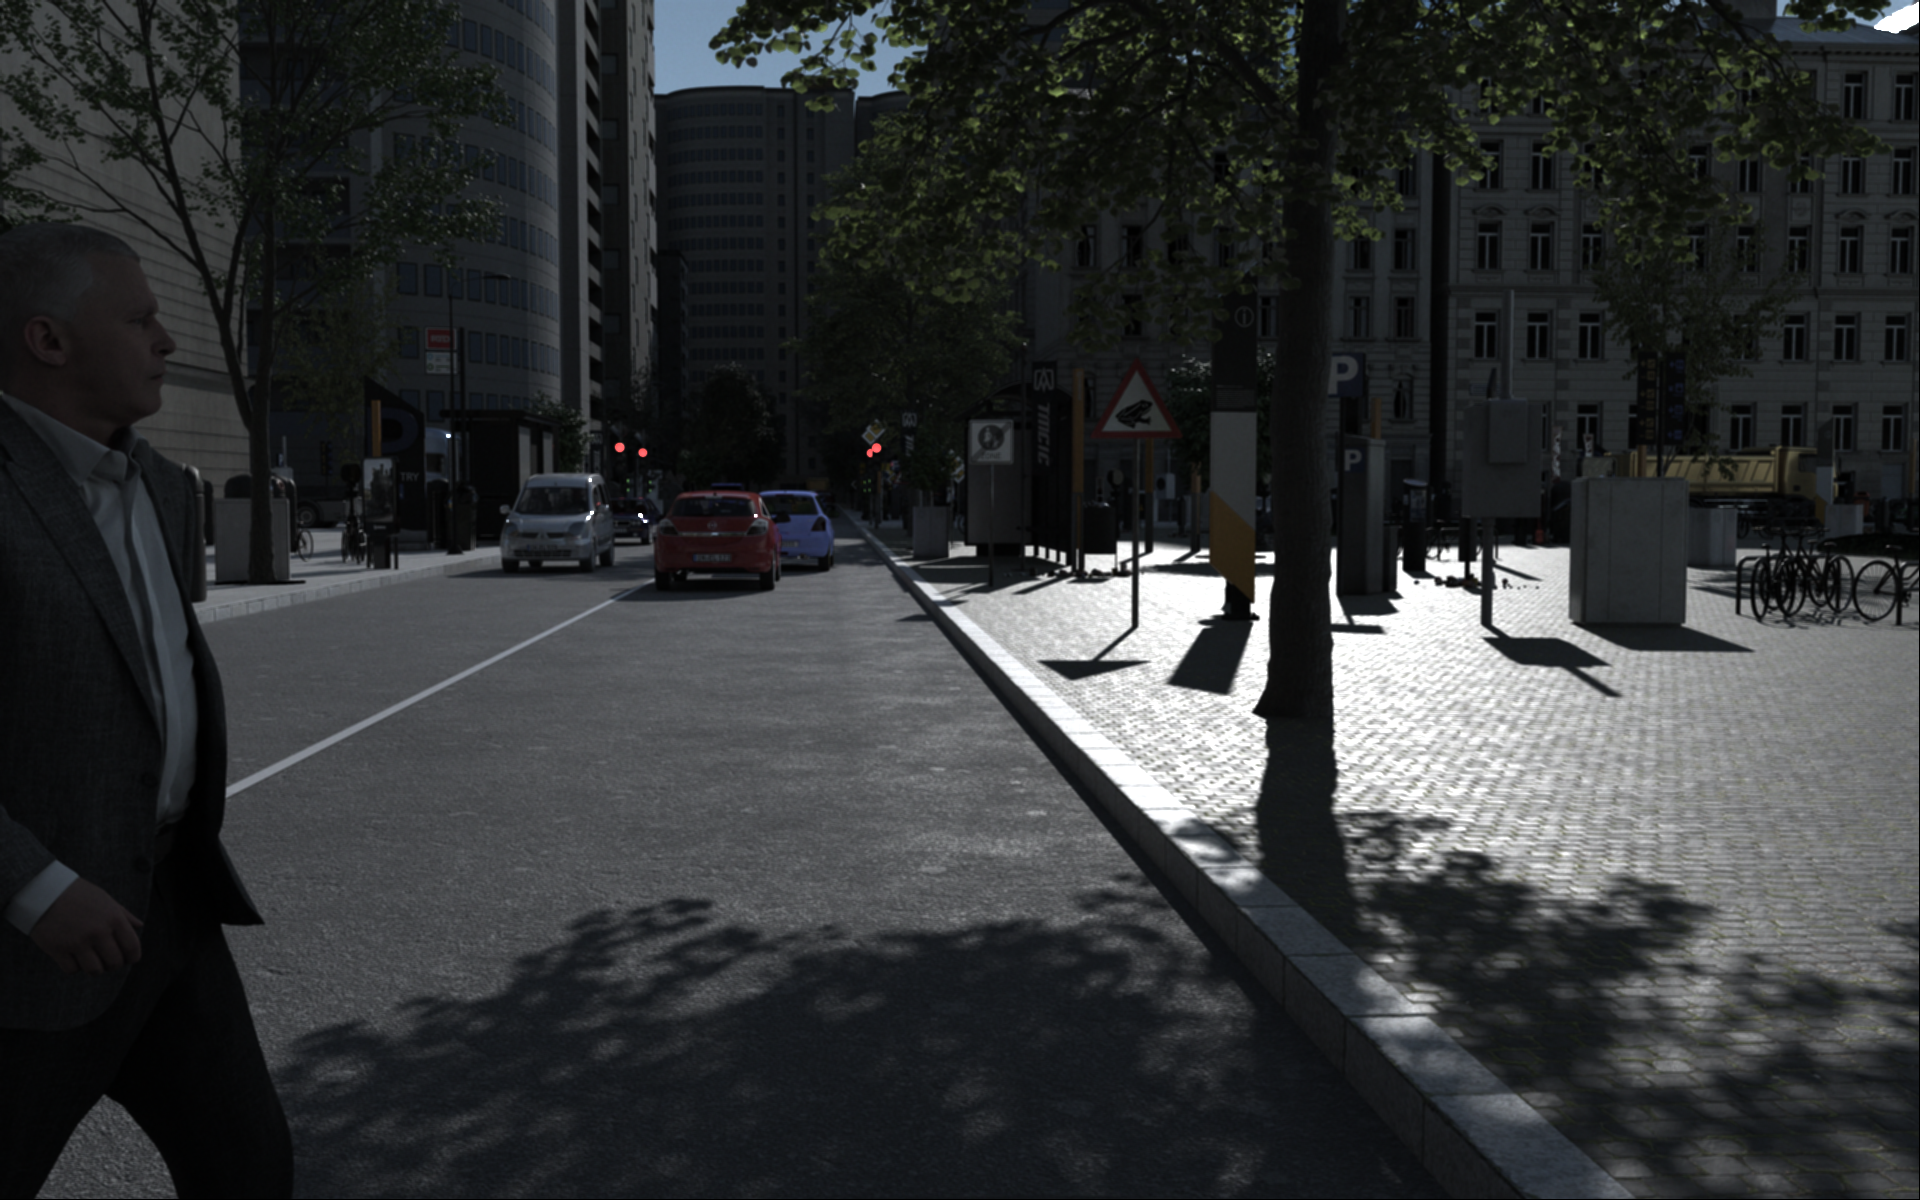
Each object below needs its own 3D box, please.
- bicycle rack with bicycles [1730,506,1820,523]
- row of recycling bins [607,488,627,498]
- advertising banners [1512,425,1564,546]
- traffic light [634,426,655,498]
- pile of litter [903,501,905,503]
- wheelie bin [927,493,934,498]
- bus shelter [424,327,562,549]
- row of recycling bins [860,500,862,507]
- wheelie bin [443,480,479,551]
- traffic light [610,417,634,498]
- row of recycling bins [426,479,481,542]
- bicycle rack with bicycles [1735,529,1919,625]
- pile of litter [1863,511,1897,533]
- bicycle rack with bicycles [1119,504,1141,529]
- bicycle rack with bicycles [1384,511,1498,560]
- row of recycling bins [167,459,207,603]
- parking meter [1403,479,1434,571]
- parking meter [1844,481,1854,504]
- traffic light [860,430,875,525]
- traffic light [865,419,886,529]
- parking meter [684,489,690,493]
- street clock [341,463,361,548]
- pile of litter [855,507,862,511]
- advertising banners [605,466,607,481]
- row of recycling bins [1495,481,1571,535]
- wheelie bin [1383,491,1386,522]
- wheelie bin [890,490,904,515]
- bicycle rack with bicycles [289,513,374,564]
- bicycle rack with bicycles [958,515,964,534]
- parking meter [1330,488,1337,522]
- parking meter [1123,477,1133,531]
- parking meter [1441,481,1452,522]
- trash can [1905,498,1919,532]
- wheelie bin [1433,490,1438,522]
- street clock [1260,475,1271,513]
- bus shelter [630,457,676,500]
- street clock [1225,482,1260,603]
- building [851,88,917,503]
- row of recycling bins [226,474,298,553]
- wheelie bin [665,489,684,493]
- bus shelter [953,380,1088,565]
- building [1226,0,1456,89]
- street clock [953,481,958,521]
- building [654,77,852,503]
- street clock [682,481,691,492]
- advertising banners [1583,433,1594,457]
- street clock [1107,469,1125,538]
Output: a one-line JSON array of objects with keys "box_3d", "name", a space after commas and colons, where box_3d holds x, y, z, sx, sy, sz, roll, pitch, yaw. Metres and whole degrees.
[{"box_3d": [22.980, -2.213, 49.561, 2.925, 0.926, 2.852, -1, 4, -20], "name": "bicycle rack with bicycles"}, {"box_3d": [-16.056, -4.502, 80.725, 1.069, 1.692, 3.534, 0, 4, -8], "name": "row of recycling bins"}, {"box_3d": [14.579, -2.901, 43.620, 2.074, 3.025, 0.090, -3, 4, -37], "name": "advertising banners"}, {"box_3d": [-13.012, -5.043, 71.378, 0.839, 4.253, 0.868, 0, 4, -4], "name": "traffic light"}, {"box_3d": [-4.005, -7.093, 129.927, 1.176, 0.858, 1.719, -1, 4, -21], "name": "pile of litter"}, {"box_3d": [-2.164, -7.463, 129.925, 0.693, 1.594, 0.980, 1, 4, 20], "name": "wheelie bin"}, {"box_3d": [-11.948, -4.081, 44.357, 2.179, 5.291, 8.768, 0, 4, -5], "name": "bus shelter"}, {"box_3d": [-6.860, -7.946, 137.027, 1.069, 1.692, 3.534, 2, 4, 27], "name": "row of recycling bins"}, {"box_3d": [-11.326, -1.925, 39.378, 0.693, 1.594, 0.980, 0, 4, -4], "name": "wheelie bin"}, {"box_3d": [-12.396, -4.556, 63.417, 0.839, 4.253, 0.868, 0, 4, -4], "name": "traffic light"}, {"box_3d": [-13.916, -2.482, 47.693, 1.069, 1.692, 3.534, 0, 4, -3], "name": "row of recycling bins"}, {"box_3d": [9.303, -0.293, 18.178, 2.925, 0.926, 2.852, -2, 4, -29], "name": "bicycle rack with bicycles"}, {"box_3d": [27.720, -2.362, 52.589, 1.719, 0.858, 1.176, -2, 4, -23], "name": "pile of litter"}, {"box_3d": [5.162, -3.069, 63.556, 2.925, 0.926, 2.852, -3, 5, -45], "name": "bicycle rack with bicycles"}, {"box_3d": [9.261, -1.305, 34.718, 2.925, 0.926, 2.852, -2, 4, -34], "name": "bicycle rack with bicycles"}, {"box_3d": [-9.516, -0.742, 19.243, 1.069, 1.692, 3.534, 0, 4, 2], "name": "row of recycling bins"}, {"box_3d": [7.608, -1.258, 28.980, 0.372, 1.533, 0.369, 0, 3, 0], "name": "parking meter"}, {"box_3d": [41.124, -4.554, 80.166, 0.255, 1.863, 0.399, 0, 4, -2], "name": "parking meter"}, {"box_3d": [-3.729, -5.088, 72.109, 0.839, 4.253, 0.868, 0, 4, -4], "name": "traffic light"}, {"box_3d": [-3.114, -4.601, 64.148, 0.839, 4.253, 0.868, 0, 4, -4], "name": "traffic light"}, {"box_3d": [-15.717, -5.758, 99.854, 0.255, 1.863, 0.399, 1, 4, 12], "name": "parking meter"}, {"box_3d": [-14.323, -2.215, 40.783, 0.358, 2.002, 0.471, 1, 4, 18], "name": "street clock"}, {"box_3d": [-7.397, -7.285, 133.078, 1.176, 0.858, 1.719, -2, 4, -27], "name": "pile of litter"}, {"box_3d": [-22.095, -6.817, 107.642, 0.090, 3.025, 2.074, -1, 4, -20], "name": "advertising banners"}, {"box_3d": [18.717, -2.930, 55.018, 3.534, 1.692, 1.069, 0, 4, 4], "name": "row of recycling bins"}, {"box_3d": [17.743, -4.042, 73.988, 0.693, 1.594, 0.980, -3, 5, -42], "name": "wheelie bin"}, {"box_3d": [-3.817, -5.879, 104.036, 0.980, 1.594, 0.693, 3, 5, 42], "name": "wheelie bin"}, {"box_3d": [-11.860, -1.178, 32.650, 2.852, 0.926, 2.925, 0, 4, -4], "name": "bicycle rack with bicycles"}, {"box_3d": [1.555, -2.547, 55.029, 2.852, 0.926, 2.925, -2, 4, -24], "name": "bicycle rack with bicycles"}, {"box_3d": [13.111, -3.190, 60.574, 0.372, 1.533, 0.369, 0, 3, 0], "name": "parking meter"}, {"box_3d": [5.930, -3.356, 60.584, 0.399, 1.863, 0.255, -1, 4, -22], "name": "parking meter"}, {"box_3d": [21.450, -4.323, 76.389, 0.255, 1.863, 0.399, -2, 4, -27], "name": "parking meter"}, {"box_3d": [32.048, -2.834, 57.987, 0.748, 1.137, 0.748, 0, 3, 0], "name": "trash can"}, {"box_3d": [20.335, -4.120, 75.263, 0.693, 1.594, 0.980, -2, 4, -26], "name": "wheelie bin"}, {"box_3d": [8.159, -2.562, 46.462, 0.358, 2.002, 0.471, 3, 5, 42], "name": "street clock"}, {"box_3d": [-17.313, -6.361, 97.933, 2.014, 3.302, 5.546, 0, 4, -4], "name": "bus shelter"}, {"box_3d": [3.248, -0.973, 20.487, 0.471, 2.002, 0.358, 0, 4, 2], "name": "street clock"}, {"box_3d": [-0.842, -43.231, 248.823, 28.212, 58.520, 21.231, 0, 4, -4], "name": "building"}, {"box_3d": [-14.829, -1.809, 36.693, 1.069, 1.692, 3.534, -1, 4, -10], "name": "row of recycling bins"}, {"box_3d": [-15.000, -4.986, 89.427, 0.980, 1.594, 0.693, -3, 5, -43], "name": "wheelie bin"}, {"box_3d": [1.062, -2.417, 33.445, 2.014, 3.302, 5.546, 0, 4, -4], "name": "bus shelter"}, {"box_3d": [45.580, -54.670, 206.518, 31.000, 86.520, 22.319, 0, 4, -4], "name": "building"}, {"box_3d": [-0.348, -4.787, 82.837, 0.471, 2.002, 0.358, -3, 4, -37], "name": "street clock"}, {"box_3d": [-29.220, -43.143, 247.391, 28.212, 58.520, 21.231, 0, 4, -4], "name": "building"}, {"box_3d": [-14.718, -5.428, 93.324, 0.358, 2.002, 0.471, 2, 4, 30], "name": "street clock"}, {"box_3d": [18.762, -3.325, 50.549, 2.074, 3.025, 0.090, -3, 4, -36], "name": "advertising banners"}, {"box_3d": [4.502, -2.785, 50.112, 0.471, 2.002, 0.358, -2, 4, -31], "name": "street clock"}]
